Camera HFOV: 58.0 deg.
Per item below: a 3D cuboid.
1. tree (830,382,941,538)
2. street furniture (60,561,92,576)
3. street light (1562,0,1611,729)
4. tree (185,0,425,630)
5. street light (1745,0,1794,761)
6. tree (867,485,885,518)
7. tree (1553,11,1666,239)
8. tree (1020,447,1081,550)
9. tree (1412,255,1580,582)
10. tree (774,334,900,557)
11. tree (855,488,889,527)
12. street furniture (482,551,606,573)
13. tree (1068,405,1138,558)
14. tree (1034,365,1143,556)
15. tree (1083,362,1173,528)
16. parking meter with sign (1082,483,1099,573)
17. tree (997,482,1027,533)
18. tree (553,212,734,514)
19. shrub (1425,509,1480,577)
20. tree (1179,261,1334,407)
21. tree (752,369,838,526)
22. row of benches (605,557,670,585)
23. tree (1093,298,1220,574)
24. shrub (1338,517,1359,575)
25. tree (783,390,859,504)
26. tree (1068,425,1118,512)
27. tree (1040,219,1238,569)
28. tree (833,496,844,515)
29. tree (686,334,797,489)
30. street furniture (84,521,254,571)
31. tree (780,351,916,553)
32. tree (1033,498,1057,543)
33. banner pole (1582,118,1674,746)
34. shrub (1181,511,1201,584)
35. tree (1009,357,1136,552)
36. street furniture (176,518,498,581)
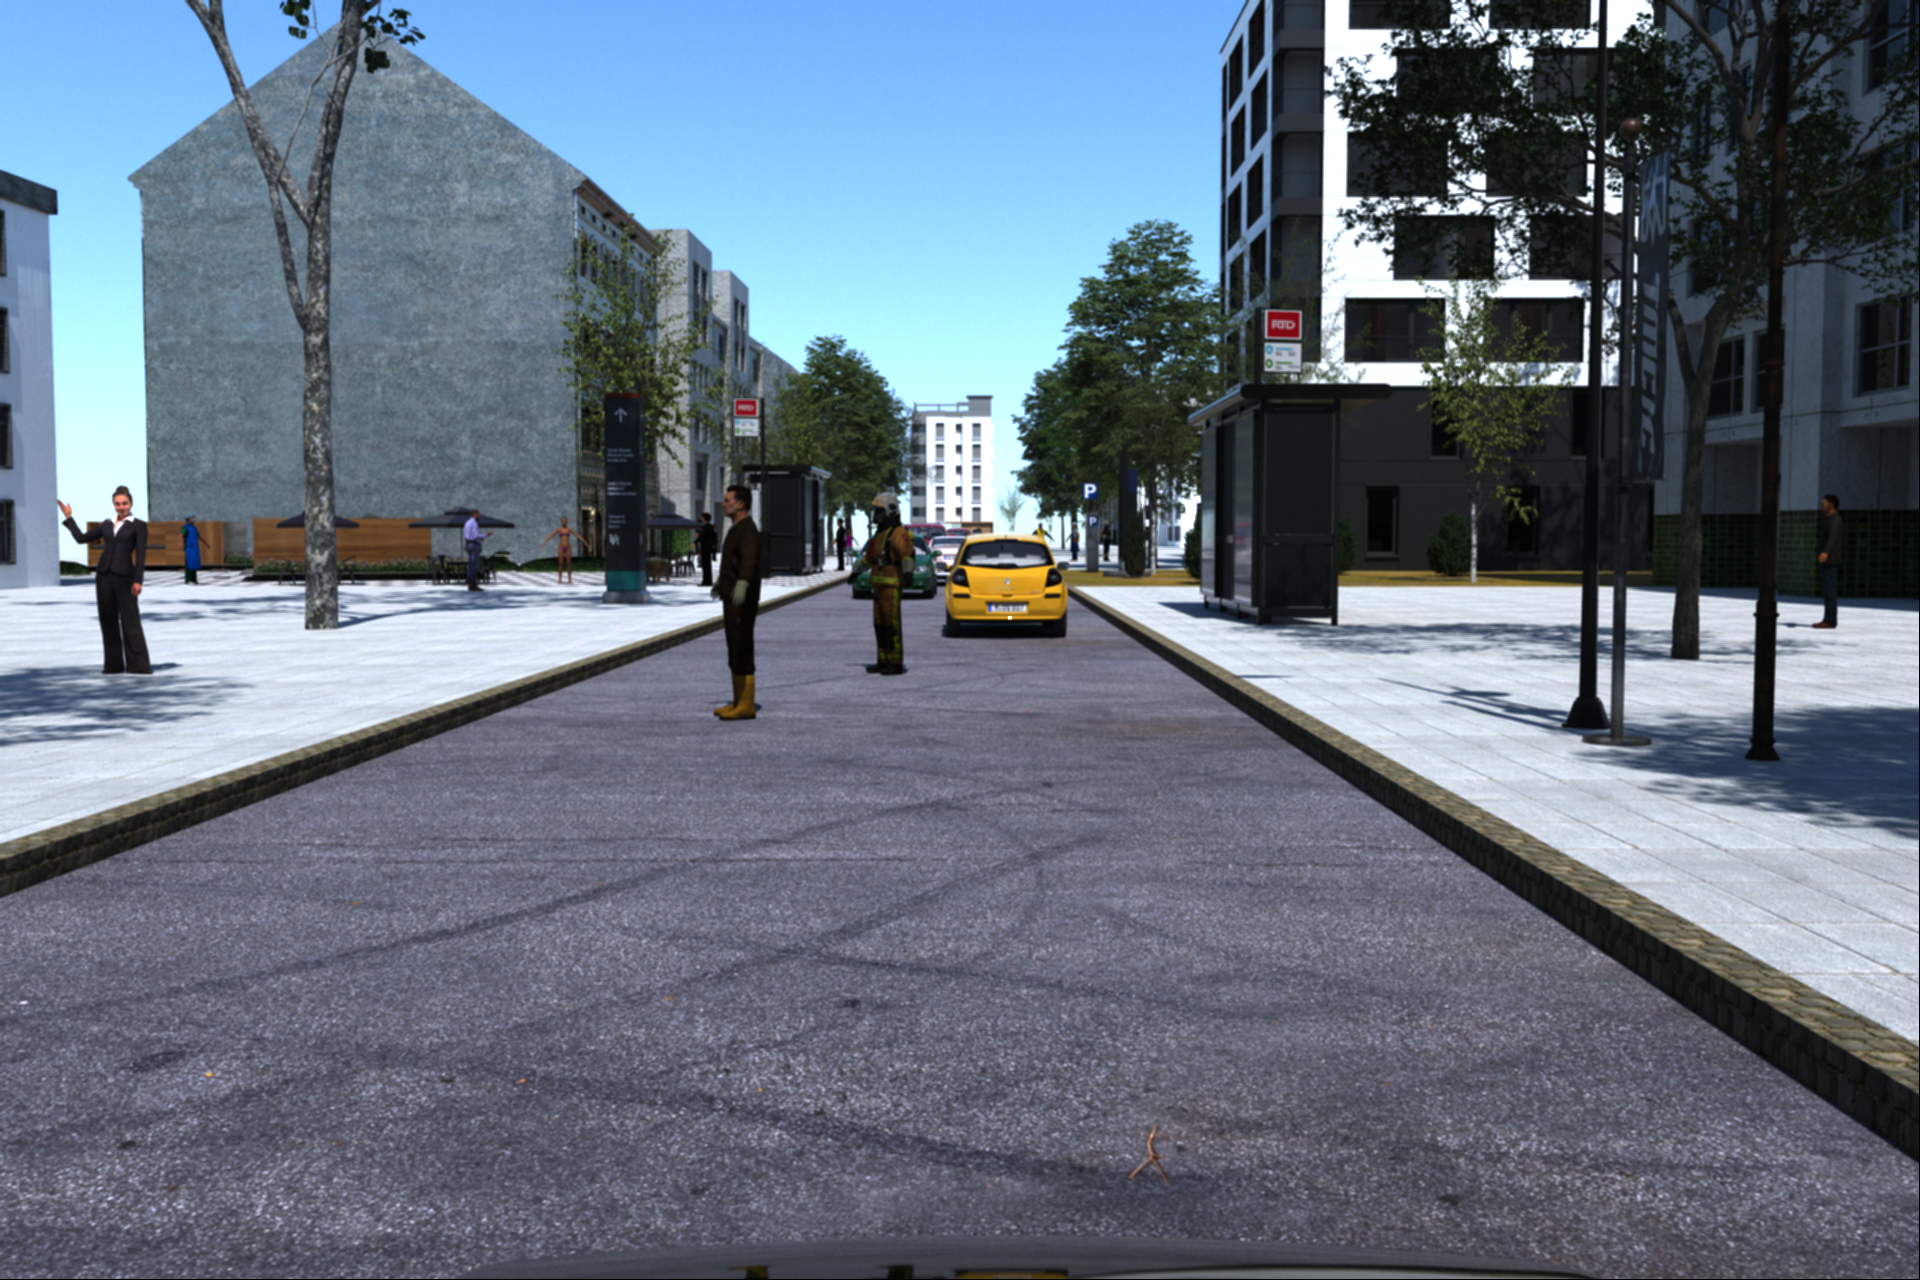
[{"bbox_3d":[-6.960,-13.572,132.272,12.009,13.543,11.850,0,3,0],"label":"tree"},{"bbox_3d":[-30.405,-2.118,50.263,10.072,0.657,5.734,-3,5,-40],"label":"street furniture"},{"bbox_3d":[4.724,-2.374,11.357,1.470,5.913,1.316,0,4,0],"label":"street light"},{"bbox_3d":[-9.829,-10.266,23.733,12.611,20.169,13.585,0,3,0],"label":"tree"},{"bbox_3d":[4.572,-2.257,9.691,0.468,5.910,1.993,0,4,1],"label":"street light"},{"bbox_3d":[-10.814,-17.679,239.416,4.360,8.622,3.978,0,3,0],"label":"tree"},{"bbox_3d":[23.445,-11.854,49.697,12.611,20.169,13.585,0,3,0],"label":"tree"},{"bbox_3d":[8.623,-12.708,142.185,8.767,10.594,7.601,1,4,21],"label":"tree"},{"bbox_3d":[13.679,-5.818,45.484,4.737,8.622,4.395,0,3,0],"label":"tree"},{"bbox_3d":[-7.058,-11.058,98.931,7.486,12.596,7.792,0,3,0],"label":"tree"},{"bbox_3d":[-7.506,-12.078,147.844,4.360,8.622,3.978,0,3,0],"label":"tree"},{"bbox_3d":[-14.943,-2.820,61.735,5.734,0.657,10.072,0,4,-4],"label":"street furniture"},{"bbox_3d":[7.770,-8.727,93.052,4.360,8.622,3.978,0,3,0],"label":"tree"},{"bbox_3d":[7.934,-10.743,101.411,9.928,11.665,9.643,0,3,0],"label":"tree"},{"bbox_3d":[7.768,-7.500,72.988,4.360,8.622,3.978,0,3,0],"label":"tree"},{"bbox_3d":[4.435,-3.802,58.421,0.543,3.016,1.738,0,4,0],"label":"parking meter with sign"},{"bbox_3d":[7.668,-17.744,240.482,4.360,8.622,3.978,0,3,0],"label":"tree"},{"bbox_3d":[-7.708,-5.532,40.809,4.737,8.622,4.395,0,3,0],"label":"tree"},{"bbox_3d":[14.805,-2.915,52.081,1.690,2.028,1.600,0,3,0],"label":"shrub"},{"bbox_3d":[7.648,-5.955,47.725,4.360,8.622,3.978,0,3,0],"label":"tree"},{"bbox_3d":[-7.428,-7.761,77.258,4.737,8.622,4.395,0,3,0],"label":"tree"},{"bbox_3d":[-8.391,-1.828,45.357,1.422,0.672,4.104,0,4,5],"label":"row of benches"},{"bbox_3d":[5.922,-6.397,54.960,4.360,8.622,3.978,0,3,0],"label":"tree"},{"bbox_3d":[11.707,-3.052,54.321,1.690,2.028,1.600,0,3,0],"label":"shrub"},{"bbox_3d":[-7.244,-8.470,88.847,4.360,8.622,3.978,0,3,0],"label":"tree"},{"bbox_3d":[8.576,-9.777,110.217,4.737,8.622,4.395,0,3,0],"label":"tree"},{"bbox_3d":[6.683,-8.876,63.246,7.486,12.596,7.792,0,3,0],"label":"tree"},{"bbox_3d":[-19.543,-20.112,239.200,12.009,13.543,11.850,0,3,0],"label":"tree"},{"bbox_3d":[-8.634,-6.997,64.764,4.360,8.622,3.978,0,3,0],"label":"tree"},{"bbox_3d":[-27.492,-3.465,63.514,9.812,1.723,11.010,-1,4,-13],"label":"street furniture"},{"bbox_3d":[-7.808,-13.014,119.437,9.857,13.997,8.962,0,3,0],"label":"tree"},{"bbox_3d":[12.566,-17.482,236.195,4.360,8.622,3.978,0,3,0],"label":"tree"},{"bbox_3d":[4.034,-1.241,10.306,0.401,3.779,0.863,0,4,1],"label":"banner pole"},{"bbox_3d":[6.509,-2.482,44.624,1.661,2.075,1.752,0,3,0],"label":"shrub"},{"bbox_3d":[8.186,-13.262,123.481,9.857,13.997,8.962,0,3,0],"label":"tree"},{"bbox_3d":[-16.690,-2.636,49.949,11.010,1.723,9.812,-1,4,-21],"label":"street furniture"}]
